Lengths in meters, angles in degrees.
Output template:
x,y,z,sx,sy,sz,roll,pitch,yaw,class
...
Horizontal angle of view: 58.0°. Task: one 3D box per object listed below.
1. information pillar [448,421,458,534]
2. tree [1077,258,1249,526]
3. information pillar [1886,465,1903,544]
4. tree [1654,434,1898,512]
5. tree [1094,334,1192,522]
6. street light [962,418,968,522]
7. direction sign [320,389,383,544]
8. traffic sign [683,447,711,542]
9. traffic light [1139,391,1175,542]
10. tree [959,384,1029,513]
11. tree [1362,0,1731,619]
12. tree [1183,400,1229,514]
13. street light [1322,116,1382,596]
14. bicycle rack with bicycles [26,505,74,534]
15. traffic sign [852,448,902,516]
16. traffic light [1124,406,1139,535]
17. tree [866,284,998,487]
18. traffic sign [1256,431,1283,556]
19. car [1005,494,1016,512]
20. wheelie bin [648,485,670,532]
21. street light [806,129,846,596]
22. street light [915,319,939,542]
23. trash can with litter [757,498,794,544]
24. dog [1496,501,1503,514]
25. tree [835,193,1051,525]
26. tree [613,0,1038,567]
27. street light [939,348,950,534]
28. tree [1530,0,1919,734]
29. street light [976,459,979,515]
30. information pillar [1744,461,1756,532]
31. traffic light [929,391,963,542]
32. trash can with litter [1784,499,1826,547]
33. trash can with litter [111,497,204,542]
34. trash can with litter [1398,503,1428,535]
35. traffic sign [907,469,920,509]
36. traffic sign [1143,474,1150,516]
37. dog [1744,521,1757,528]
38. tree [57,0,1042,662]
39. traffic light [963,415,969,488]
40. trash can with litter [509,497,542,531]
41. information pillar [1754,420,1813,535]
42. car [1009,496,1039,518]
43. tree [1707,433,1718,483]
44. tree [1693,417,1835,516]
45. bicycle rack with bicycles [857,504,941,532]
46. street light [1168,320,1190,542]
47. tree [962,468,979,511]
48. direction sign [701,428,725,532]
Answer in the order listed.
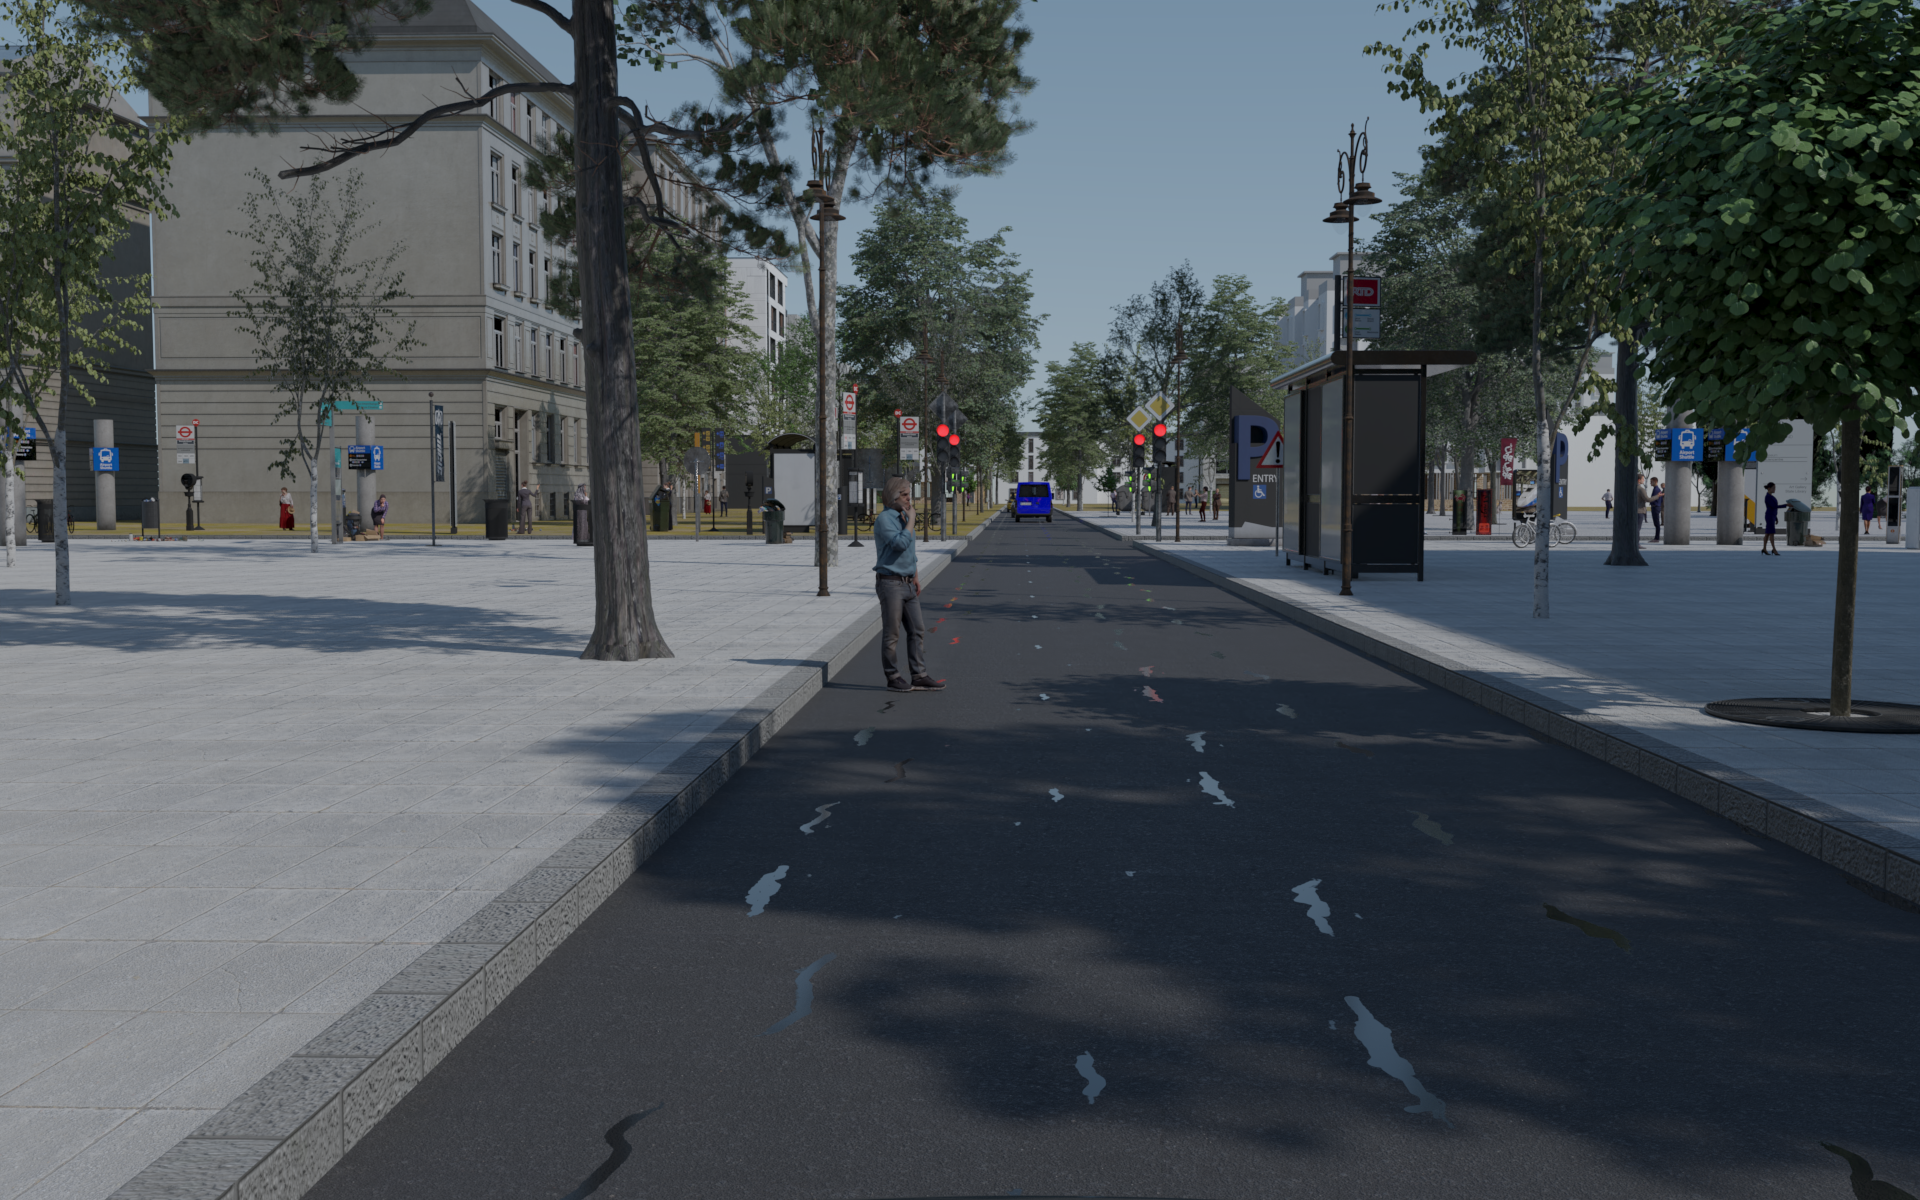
x,y,z,sx,sy,sz,roll,pitch,yaw,class
-16.447,-3.968,56.195,0.184,3.620,1.656,-1,4,-14,information pillar
8.052,-8.188,68.288,7.601,10.594,8.767,1,4,16,tree
24.009,-2.447,44.501,0.304,2.012,0.304,3,4,36,information pillar
58.522,-9.458,117.543,20.602,7.101,11.467,1,4,13,tree
8.070,-7.846,78.648,4.737,8.622,4.395,0,3,0,tree
0.179,-6.592,80.566,0.468,5.910,1.993,0,4,2,street light
-15.458,-3.396,44.279,1.411,3.948,2.525,-1,4,-8,direction sign
-7.080,-2.842,46.578,0.768,2.556,0.104,1,4,12,traffic sign
5.332,-3.505,46.551,0.839,4.213,0.868,0,4,2,traffic light
1.193,-11.271,118.689,7.601,10.594,8.767,-2,4,-28,tree
6.206,-4.108,17.521,4.737,8.622,4.395,0,3,0,tree
16.520,-10.011,114.045,4.360,8.622,3.978,0,3,0,tree
4.890,-2.995,21.755,0.468,5.910,1.993,0,4,2,street light
-30.270,-2.627,56.335,2.852,0.926,2.925,-2,4,-35,bicycle rack with bicycles
-3.698,-5.088,77.061,2.265,3.308,0.079,0,4,7,traffic sign
5.607,-3.993,54.532,0.839,4.213,0.868,0,4,2,traffic light
-0.805,-6.727,60.348,4.360,8.622,3.978,0,3,0,tree
6.516,-2.174,35.542,0.884,2.594,0.081,1,4,9,traffic sign
4.568,-7.789,137.580,2.015,1.641,3.980,0,4,1,car
-10.275,-3.139,59.234,0.693,1.594,0.980,-1,4,-21,wheelie bin
-1.717,-2.985,21.594,0.468,5.910,1.993,0,4,2,street light
-0.911,-4.480,46.037,0.468,5.910,1.993,0,4,2,street light
-4.726,-2.035,44.659,0.624,1.170,1.055,1,4,21,trash can with litter
34.592,-5.950,111.668,0.800,0.831,0.513,1,4,14,dog
-0.906,-10.028,70.613,9.857,13.997,8.962,0,3,0,tree
-3.387,-10.717,31.114,12.611,20.169,13.585,0,3,0,tree
-0.562,-5.026,54.971,0.468,5.910,1.993,0,4,2,street light
4.978,-1.598,9.845,4.285,4.588,4.351,0,3,0,tree
1.084,-8.131,105.735,0.468,5.910,1.993,0,4,2,street light
26.596,-4.087,58.170,0.504,3.616,0.183,1,4,19,information pillar
-0.427,-3.516,46.734,0.839,4.213,0.868,0,4,2,traffic light
20.748,-1.899,42.441,0.624,1.170,1.055,-1,4,-23,trash can with litter
-21.731,-2.205,47.104,2.233,1.210,1.678,1,4,11,trash can with litter
14.248,-2.721,55.551,1.678,1.210,2.233,-1,4,-10,trash can with litter
-2.361,-5.479,89.681,0.768,2.556,0.104,0,4,8,traffic sign
10.874,-6.065,99.266,0.768,2.556,0.104,1,4,11,traffic sign
29.648,-2.897,65.094,0.550,0.427,0.748,1,4,8,dog
-2.933,-6.471,13.216,7.806,13.903,7.818,0,3,0,tree
-0.151,-4.004,54.714,0.839,4.213,0.868,0,4,2,traffic light
-15.401,-3.001,60.122,1.678,1.210,2.233,0,4,-6,trash can with litter
26.043,-3.880,54.751,1.656,3.620,0.184,0,4,7,information pillar
3.954,-5.828,105.077,2.009,1.686,4.222,0,4,2,car
34.076,-7.679,75.909,4.360,8.622,3.978,0,3,0,tree
46.633,-11.881,96.080,13.155,14.587,18.604,-2,4,-23,tree
-1.905,-2.852,60.015,2.925,0.926,2.852,1,4,16,bicycle rack with bicycles
5.823,-4.488,46.169,0.468,5.910,1.993,0,4,2,street light
0.612,-8.254,129.554,1.663,3.219,1.824,0,3,0,tree
-8.434,-4.111,59.206,0.876,3.537,0.379,-3,4,-38,direction sign
